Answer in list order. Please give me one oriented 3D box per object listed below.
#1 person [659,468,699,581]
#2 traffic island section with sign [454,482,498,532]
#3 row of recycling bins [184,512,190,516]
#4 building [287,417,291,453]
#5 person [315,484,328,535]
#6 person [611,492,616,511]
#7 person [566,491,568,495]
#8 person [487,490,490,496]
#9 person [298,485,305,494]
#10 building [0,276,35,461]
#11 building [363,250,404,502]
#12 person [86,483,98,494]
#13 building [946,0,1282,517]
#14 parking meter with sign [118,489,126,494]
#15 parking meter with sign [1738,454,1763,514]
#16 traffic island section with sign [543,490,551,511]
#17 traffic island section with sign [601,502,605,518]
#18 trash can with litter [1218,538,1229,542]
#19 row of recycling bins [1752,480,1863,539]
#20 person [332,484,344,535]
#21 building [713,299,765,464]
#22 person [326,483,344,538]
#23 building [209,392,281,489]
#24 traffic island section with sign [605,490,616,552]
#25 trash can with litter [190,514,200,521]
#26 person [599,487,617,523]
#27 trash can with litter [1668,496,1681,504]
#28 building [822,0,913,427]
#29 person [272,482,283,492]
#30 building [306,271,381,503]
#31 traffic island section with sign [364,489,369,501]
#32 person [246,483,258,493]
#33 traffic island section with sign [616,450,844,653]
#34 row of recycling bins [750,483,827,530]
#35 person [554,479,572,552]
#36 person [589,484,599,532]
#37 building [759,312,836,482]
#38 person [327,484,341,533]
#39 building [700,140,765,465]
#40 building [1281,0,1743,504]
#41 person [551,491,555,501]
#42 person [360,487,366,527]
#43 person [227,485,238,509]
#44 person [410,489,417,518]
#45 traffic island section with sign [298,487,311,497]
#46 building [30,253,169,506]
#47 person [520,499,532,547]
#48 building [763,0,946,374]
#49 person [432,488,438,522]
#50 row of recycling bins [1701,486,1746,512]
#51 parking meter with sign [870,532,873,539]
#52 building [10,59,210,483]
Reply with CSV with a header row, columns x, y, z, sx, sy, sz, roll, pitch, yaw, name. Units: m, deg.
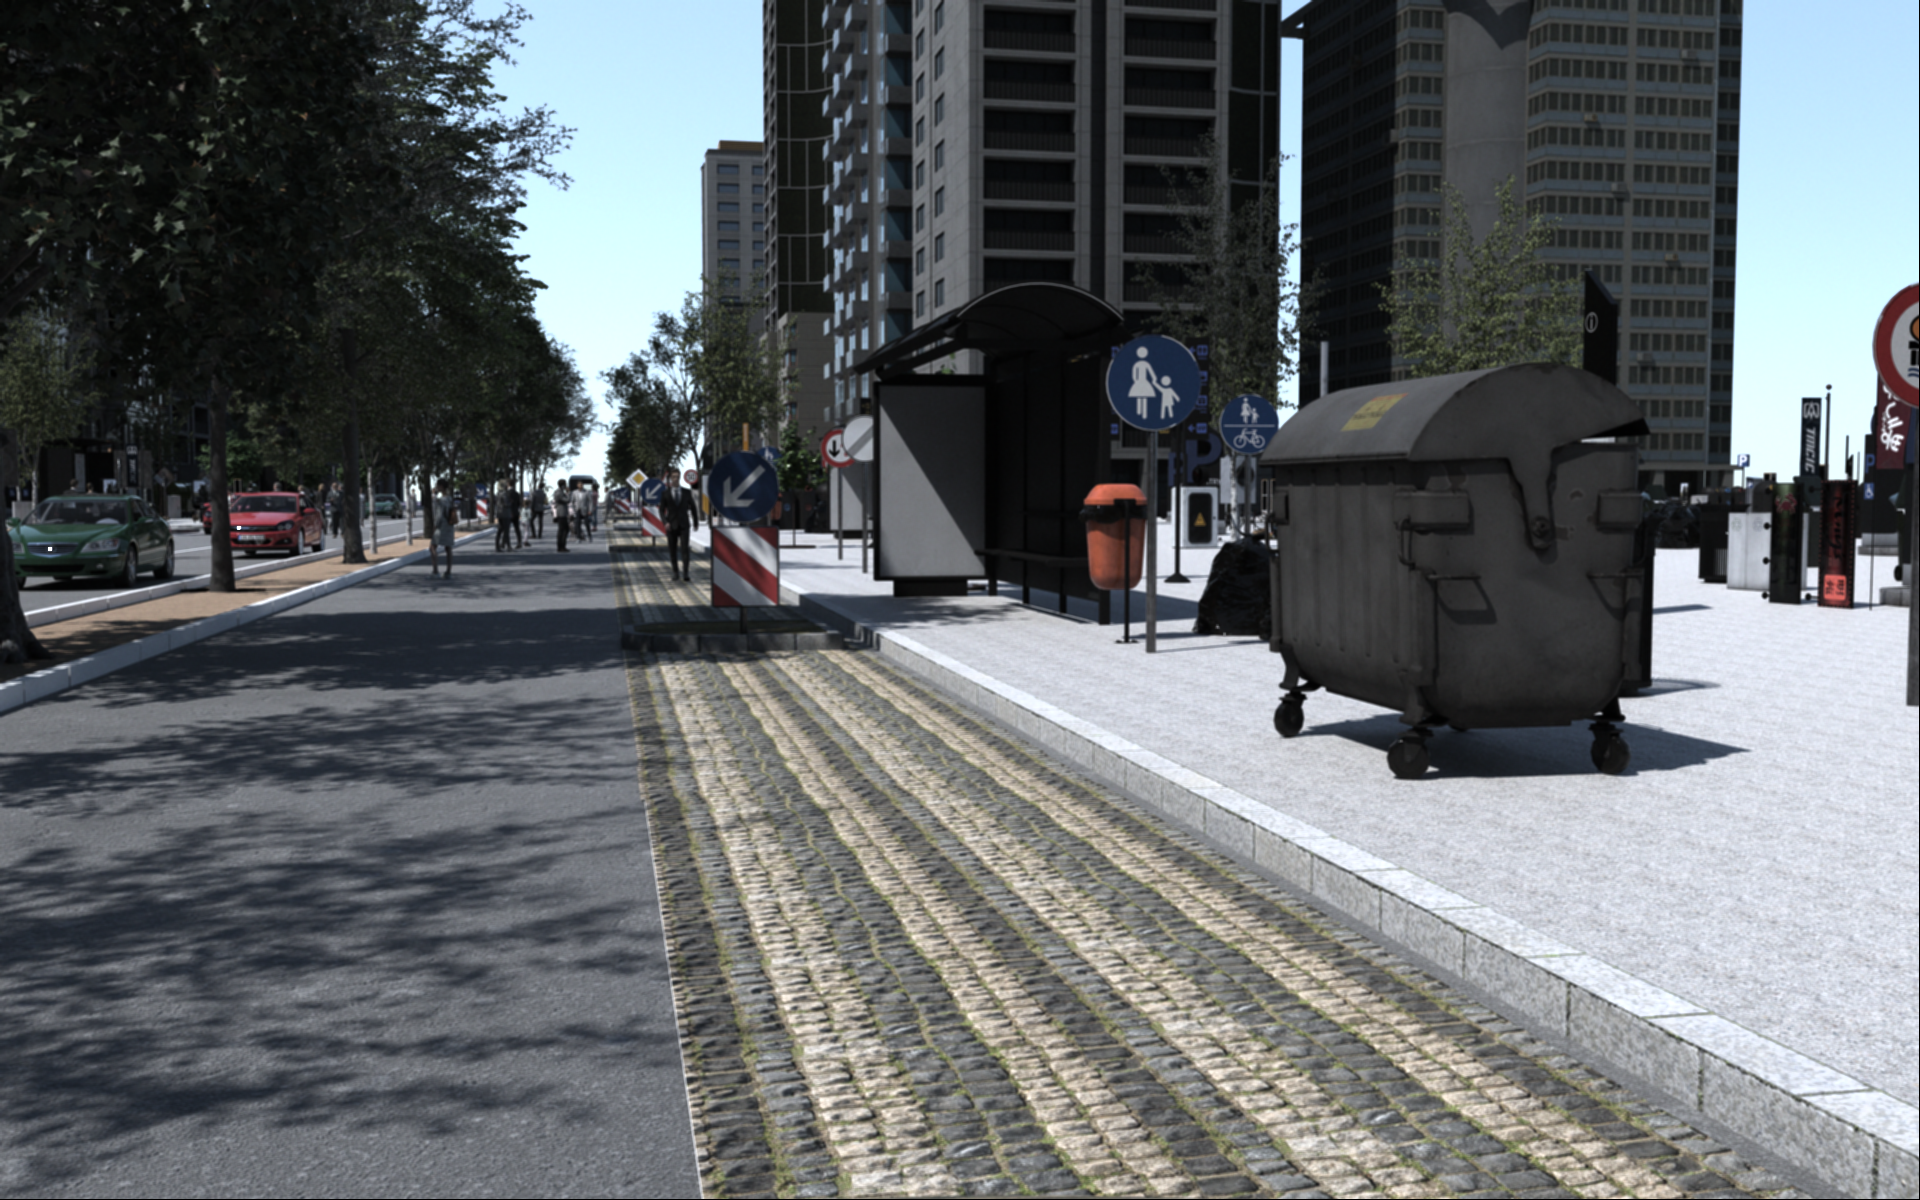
x,y,z,sx,sy,sz,roll,pitch,yaw,name
-4.608,-1.232,28.420,0.659,1.850,0.755,-1,4,-11,person
-18.935,-3.573,66.557,2.006,1.907,1.989,-1,4,-12,traffic island section with sign
-44.255,-5.770,101.455,1.069,1.692,3.534,0,4,7,row of recycling bins
-78.049,-30.495,182.179,14.154,41.232,14.086,-1,4,-12,building
-22.748,-3.230,61.529,0.699,1.804,1.509,-1,4,-10,person
-28.797,-8.147,143.513,0.589,1.601,0.330,0,4,-7,person
-33.265,-8.466,146.935,0.388,1.821,0.555,-1,4,-23,person
-39.734,-8.425,146.648,0.661,1.777,0.834,-3,5,-44,person
-27.564,-3.909,72.635,0.641,1.798,0.478,-2,4,-32,person
-59.271,-15.283,91.673,13.314,21.916,24.055,-1,4,-12,building
-100.346,-44.644,271.930,21.231,58.520,28.212,-1,4,-12,building
-26.896,-2.745,53.722,0.374,1.781,0.599,3,4,36,person
8.957,-40.686,103.471,20.611,71.187,20.563,-1,4,-12,building
-55.093,-7.105,112.422,1.738,3.016,0.543,-3,5,-40,parking meter with sign
35.164,-4.911,76.557,1.738,3.016,0.543,-2,4,-28,parking meter with sign
-35.729,-8.517,147.383,2.006,1.907,1.989,-1,4,-12,traffic island section with sign
-18.888,-5.388,96.724,1.989,1.847,2.006,-1,4,-12,traffic island section with sign
6.756,-2.240,47.682,1.678,1.210,2.233,1,4,10,trash can with litter
25.087,-2.661,50.626,3.534,1.692,1.069,2,4,25,row of recycling bins
-21.609,-3.153,60.448,0.834,1.777,0.661,3,5,44,person
-29.379,-29.911,260.743,14.160,30.474,14.107,-1,4,-12,building
-20.364,-2.931,56.600,0.661,1.801,0.590,-2,4,-24,person
-74.074,-31.655,167.673,14.600,45.320,14.200,-1,4,-12,building
-7.757,-2.111,43.142,1.989,1.847,2.006,-1,4,-12,traffic island section with sign
-36.757,-4.440,83.989,1.055,1.170,0.624,-2,4,-31,trash can with litter
-17.193,-4.642,84.678,0.850,1.792,0.678,0,3,0,person
26.982,-3.377,66.266,1.678,1.210,2.233,-3,5,-40,trash can with litter
1.510,-31.434,133.553,23.786,49.044,30.456,-1,4,-12,building
-20.070,-2.565,50.840,0.834,1.777,0.661,2,4,32,person
-100.102,-33.875,245.731,32.217,40.220,23.993,-1,4,-12,building
-41.216,-6.860,120.782,1.989,1.847,2.006,-1,4,-12,traffic island section with sign
-30.560,-4.094,74.793,0.474,1.900,0.648,3,5,40,person
-2.229,-0.483,16.532,1.989,1.847,2.006,-1,4,-12,traffic island section with sign
-5.994,-3.370,62.217,3.534,1.692,1.069,-2,4,-32,row of recycling bins
-9.802,-2.087,42.805,0.473,1.802,0.592,0,4,-4,person
-14.030,-3.534,66.296,0.388,1.821,0.555,-3,5,-40,person
-5.807,-20.583,181.571,27.650,21.520,28.899,-1,4,-12,building
-23.138,-3.403,64.313,0.728,1.800,0.709,0,4,-7,person
-33.339,-46.093,295.619,21.231,58.520,28.212,-1,4,-12,building
37.559,-25.922,115.700,23.993,40.220,32.217,-1,4,-12,building
-49.767,-12.491,212.708,1.348,1.826,0.705,-3,4,-36,person
-25.982,-4.040,75.119,0.480,1.755,0.524,-3,5,-43,person
-24.371,-2.982,58.090,0.563,1.720,0.643,2,4,35,person
-32.800,-5.811,104.082,0.524,1.755,0.480,2,4,33,person
-35.745,-5.245,94.386,1.989,1.847,2.006,-1,4,-12,traffic island section with sign
-65.359,-18.454,120.803,14.460,24.649,34.723,-1,4,-12,building
-11.822,-2.111,47.287,0.425,1.301,0.394,2,4,26,person
-14.084,-46.809,203.576,20.563,71.187,20.611,-1,4,-12,building
-26.914,-4.873,88.740,0.524,1.755,0.480,2,4,34,person
40.277,-5.107,90.604,3.534,1.692,1.069,-1,4,-18,row of recycling bins
-1.916,-3.312,50.407,1.738,3.016,0.543,-3,5,-39,parking meter with sign
-74.692,-43.456,148.759,20.563,71.187,20.611,-1,4,-12,building
